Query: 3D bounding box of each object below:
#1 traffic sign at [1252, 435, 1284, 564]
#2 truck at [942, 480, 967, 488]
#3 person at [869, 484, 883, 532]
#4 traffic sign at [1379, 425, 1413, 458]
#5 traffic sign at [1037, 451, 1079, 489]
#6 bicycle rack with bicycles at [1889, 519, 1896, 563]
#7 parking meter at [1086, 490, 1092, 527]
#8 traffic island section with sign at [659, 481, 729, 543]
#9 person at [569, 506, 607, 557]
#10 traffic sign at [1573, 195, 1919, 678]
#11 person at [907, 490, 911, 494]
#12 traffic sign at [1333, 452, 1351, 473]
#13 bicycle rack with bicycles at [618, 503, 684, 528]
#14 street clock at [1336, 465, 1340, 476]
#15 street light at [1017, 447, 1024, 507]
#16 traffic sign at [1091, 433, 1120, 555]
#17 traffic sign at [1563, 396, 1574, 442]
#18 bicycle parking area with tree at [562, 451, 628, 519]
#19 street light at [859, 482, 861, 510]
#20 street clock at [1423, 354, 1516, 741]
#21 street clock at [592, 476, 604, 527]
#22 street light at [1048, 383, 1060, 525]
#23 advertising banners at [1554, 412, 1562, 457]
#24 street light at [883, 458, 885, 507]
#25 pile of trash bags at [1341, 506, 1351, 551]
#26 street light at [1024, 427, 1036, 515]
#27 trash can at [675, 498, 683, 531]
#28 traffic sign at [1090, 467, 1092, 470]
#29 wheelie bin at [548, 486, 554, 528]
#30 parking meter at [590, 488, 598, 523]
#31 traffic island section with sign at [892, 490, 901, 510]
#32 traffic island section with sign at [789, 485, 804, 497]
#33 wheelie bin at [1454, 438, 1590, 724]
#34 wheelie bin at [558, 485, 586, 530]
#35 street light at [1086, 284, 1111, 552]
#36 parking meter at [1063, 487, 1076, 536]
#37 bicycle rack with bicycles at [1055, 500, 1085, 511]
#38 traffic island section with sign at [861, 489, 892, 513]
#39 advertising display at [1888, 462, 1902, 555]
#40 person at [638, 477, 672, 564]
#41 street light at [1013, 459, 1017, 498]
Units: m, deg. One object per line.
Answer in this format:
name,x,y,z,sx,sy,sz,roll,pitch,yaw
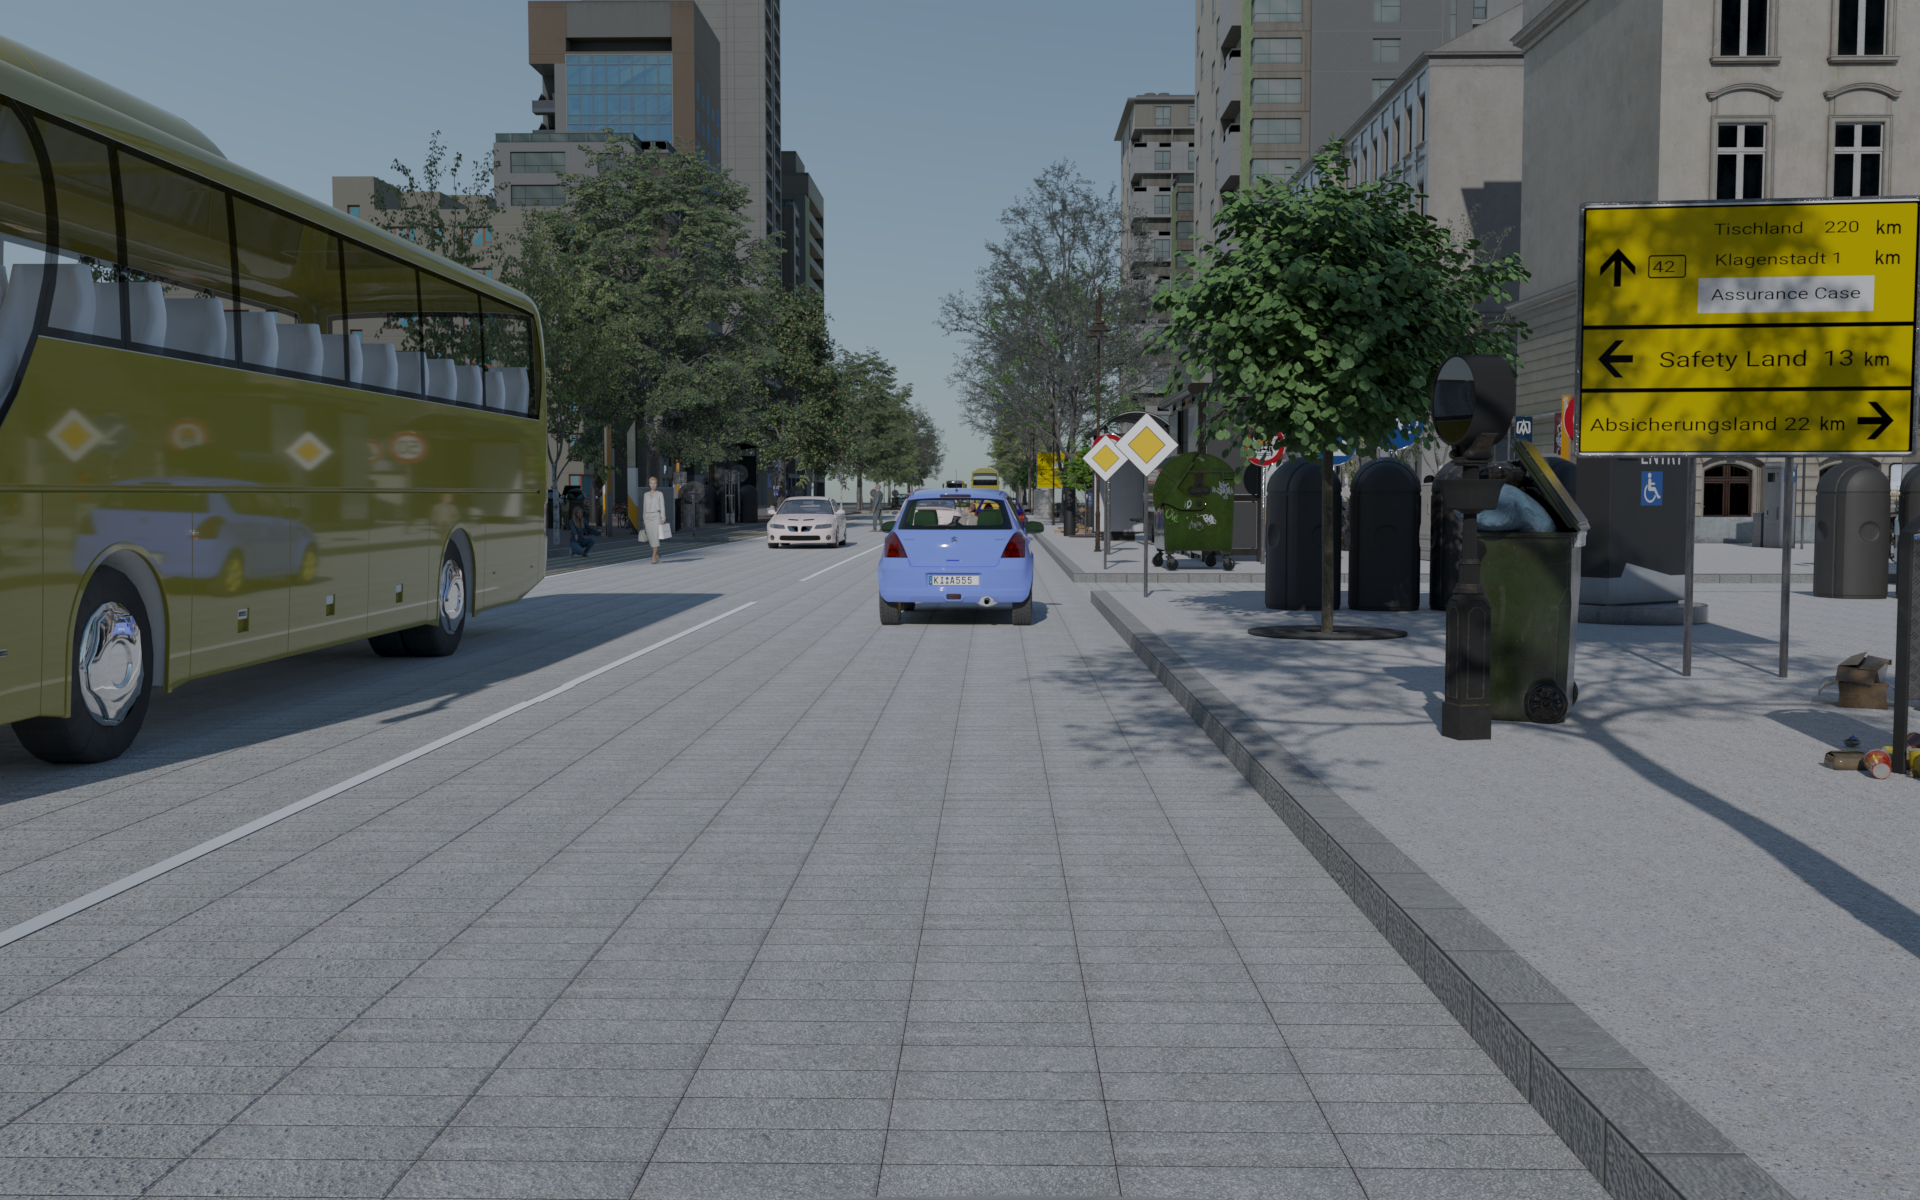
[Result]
traffic sign,5.525,-1.922,31.535,0.768,2.556,0.104,0,4,3
truck,-0.627,-15.376,247.327,3.469,3.379,9.791,0,4,2
person,-3.196,-3.495,65.816,0.590,1.801,0.661,1,4,18
traffic sign,5.058,-1.237,20.332,0.768,2.556,0.104,0,4,7
traffic sign,4.786,-5.432,82.685,2.265,3.308,0.079,0,4,6
bicycle rack with bicycles,18.293,-1.208,33.134,2.852,0.926,2.925,0,4,-2
parking meter,5.014,-3.574,66.848,0.372,1.533,0.369,0,3,0
traffic island section with sign,-7.987,-2.642,51.821,1.989,1.847,2.006,0,4,1
person,-8.468,-1.540,39.172,0.738,1.151,1.012,3,5,44
traffic sign,5.441,-1.112,12.053,2.265,3.308,0.079,0,4,8
person,-5.126,-10.209,175.423,1.348,1.823,0.705,0,4,0
traffic sign,6.656,-1.880,30.852,0.768,2.556,0.104,0,4,7
bicycle rack with bicycles,-12.032,-3.238,66.331,2.852,0.926,2.925,2,4,29
street clock,7.400,-1.856,34.908,0.471,2.002,0.358,1,4,21
street light,5.360,-10.717,148.005,0.468,5.910,1.993,0,4,1
traffic sign,3.138,-2.226,36.495,0.768,2.556,0.104,1,4,11
traffic sign,7.537,-1.251,20.566,0.768,2.556,0.104,1,4,9
bicycle parking area with tree,-22.684,-6.836,98.765,9.016,4.147,8.231,3,5,43
street light,-8.053,-10.194,139.464,0.468,5.910,1.993,0,4,1
street clock,2.665,-0.274,9.056,0.358,2.002,0.471,-1,4,-13
street clock,-14.286,-3.911,68.509,0.471,2.002,0.358,-3,4,-39
street light,3.829,-5.995,70.802,0.468,5.910,1.993,0,4,1
advertising banners,12.683,-2.542,37.743,0.090,3.025,2.074,-1,4,-8
street light,-7.544,-12.181,171.954,0.468,5.910,1.993,0,4,1
pile of trash bags,10.180,-1.811,39.357,3.447,1.369,1.912,1,4,14
street light,4.705,-8.730,115.518,0.468,5.910,1.993,0,4,1
trash can,-9.938,-2.946,59.825,0.748,1.137,0.748,0,3,0
traffic sign,3.948,-2.921,47.858,0.768,2.556,0.104,1,4,8
wheelie bin,-15.219,-3.482,64.833,0.693,1.594,0.980,-1,4,-23
parking meter,-16.151,-4.160,76.430,0.372,1.533,0.369,0,3,0
traffic island section with sign,-5.808,-9.058,156.720,1.989,1.847,2.006,0,4,1
traffic island section with sign,-7.424,-4.290,78.771,1.989,1.847,2.006,0,4,1
wheelie bin,3.212,-0.124,9.929,0.693,1.594,0.980,2,4,25
wheelie bin,-13.830,-3.310,62.021,0.980,1.594,0.693,-3,5,-41
street light,3.059,-4.008,38.318,0.468,5.910,1.993,0,4,1
parking meter,3.333,-2.704,52.625,0.372,1.533,0.369,0,3,0
bicycle rack with bicycles,6.795,-5.523,103.687,2.925,0.926,2.852,1,4,15
traffic island section with sign,-6.367,-7.409,129.770,1.989,1.847,2.006,0,4,1
advertising display,19.383,-1.833,35.178,0.974,1.923,0.123,1,4,21
person,-6.254,-1.638,35.630,0.694,1.780,0.624,2,4,31
street light,6.012,-12.716,180.697,0.468,5.910,1.993,0,4,1
